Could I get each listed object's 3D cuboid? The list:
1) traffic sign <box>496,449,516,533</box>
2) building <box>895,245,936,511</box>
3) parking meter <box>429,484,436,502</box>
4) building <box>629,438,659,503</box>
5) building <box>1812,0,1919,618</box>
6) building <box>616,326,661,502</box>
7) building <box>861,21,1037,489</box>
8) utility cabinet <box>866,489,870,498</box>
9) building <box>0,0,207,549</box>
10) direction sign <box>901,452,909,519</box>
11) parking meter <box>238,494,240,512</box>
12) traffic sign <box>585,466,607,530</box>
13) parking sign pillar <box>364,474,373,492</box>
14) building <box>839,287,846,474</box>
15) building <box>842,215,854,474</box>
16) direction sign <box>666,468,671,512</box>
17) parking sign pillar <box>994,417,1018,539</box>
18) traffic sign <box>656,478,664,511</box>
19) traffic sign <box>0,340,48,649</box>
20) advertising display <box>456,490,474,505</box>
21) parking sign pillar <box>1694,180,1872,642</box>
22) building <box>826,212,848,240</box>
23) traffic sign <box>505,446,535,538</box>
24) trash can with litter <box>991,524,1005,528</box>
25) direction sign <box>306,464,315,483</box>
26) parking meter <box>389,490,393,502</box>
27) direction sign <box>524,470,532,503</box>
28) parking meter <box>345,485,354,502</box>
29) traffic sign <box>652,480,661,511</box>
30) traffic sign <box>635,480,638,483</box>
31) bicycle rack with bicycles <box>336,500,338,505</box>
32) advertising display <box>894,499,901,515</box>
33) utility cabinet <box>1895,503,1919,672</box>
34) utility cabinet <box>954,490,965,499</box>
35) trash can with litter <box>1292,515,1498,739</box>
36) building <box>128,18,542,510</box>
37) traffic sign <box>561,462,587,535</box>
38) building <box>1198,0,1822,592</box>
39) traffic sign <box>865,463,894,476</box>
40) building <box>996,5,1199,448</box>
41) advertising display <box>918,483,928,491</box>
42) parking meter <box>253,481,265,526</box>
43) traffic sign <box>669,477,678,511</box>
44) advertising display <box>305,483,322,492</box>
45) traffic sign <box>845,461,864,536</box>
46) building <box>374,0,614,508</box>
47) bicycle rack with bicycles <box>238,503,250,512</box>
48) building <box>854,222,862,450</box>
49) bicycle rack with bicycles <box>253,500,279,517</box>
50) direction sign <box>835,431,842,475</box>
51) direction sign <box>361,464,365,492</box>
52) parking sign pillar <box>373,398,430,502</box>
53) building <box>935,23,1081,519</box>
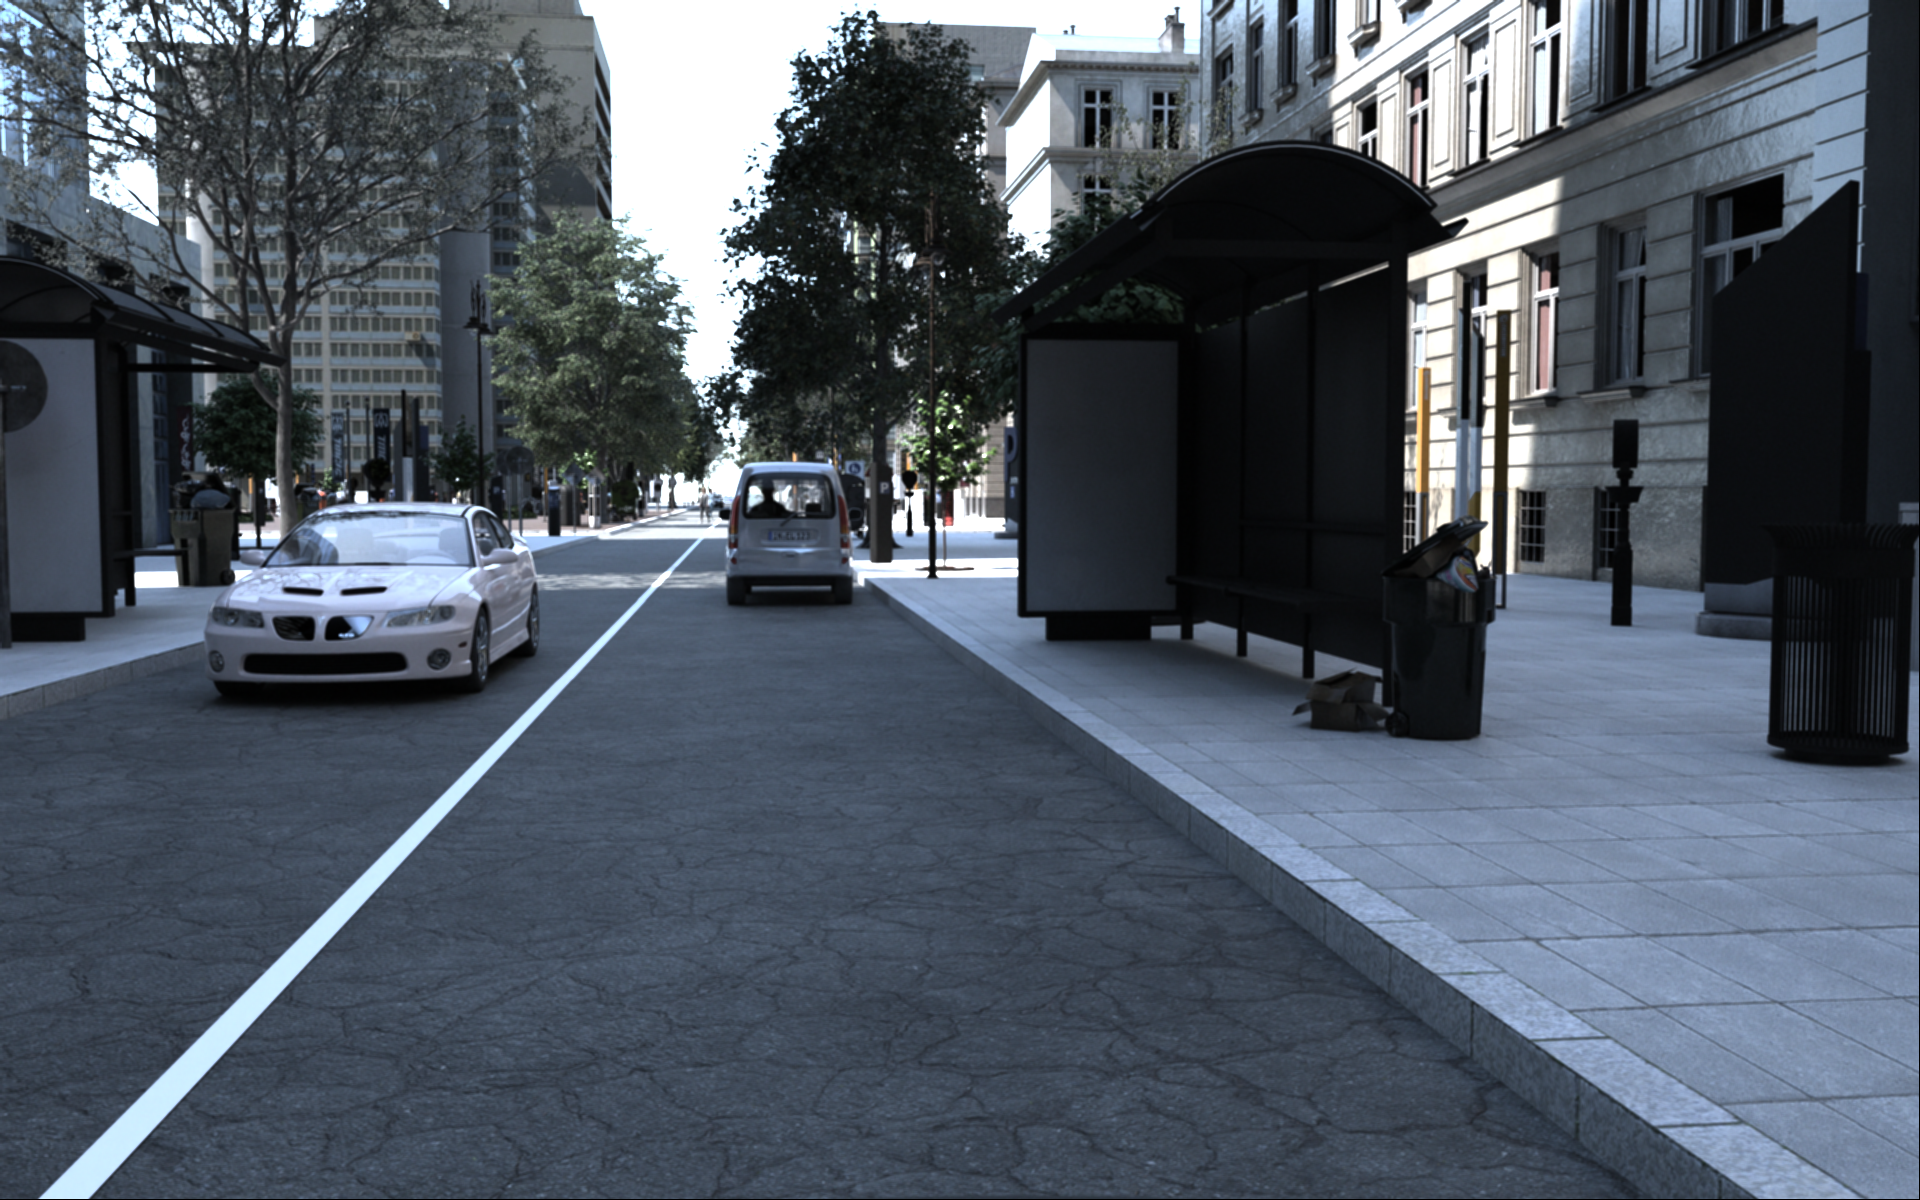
[{"bbox_3d":[-12.789,-2.999,49.148,0.768,2.556,0.104,0,3,0],"label":"traffic sign"},{"bbox_3d":[2.108,-17.453,127.156,13.314,21.916,24.055,0,4,-7],"label":"building"},{"bbox_3d":[-30.738,-5.814,100.766,0.399,1.863,0.255,-2,4,-30],"label":"parking meter"},{"bbox_3d":[-60.487,-25.563,262.999,27.650,21.520,28.899,0,4,-7],"label":"building"},{"bbox_3d":[16.248,-13.848,3.913,11.434,29.767,29.804,0,4,-7],"label":"building"},{"bbox_3d":[-56.823,-31.430,285.575,14.160,30.474,14.107,0,4,-7],"label":"building"},{"bbox_3d":[-1.039,-28.816,154.728,14.154,41.232,14.086,0,4,-7],"label":"building"},{"bbox_3d":[-3.900,-3.781,70.491,0.318,1.500,1.173,3,4,39],"label":"utility cabinet"},{"bbox_3d":[-33.608,-43.848,29.580,31.000,86.520,22.319,0,4,-7],"label":"building"},{"bbox_3d":[-2.807,-5.914,88.692,0.379,3.537,0.876,2,4,26],"label":"direction sign"},{"bbox_3d":[-48.701,-6.624,116.715,0.372,1.533,0.369,0,3,0],"label":"parking meter"},{"bbox_3d":[-13.055,-3.578,62.145,0.795,2.450,0.064,0,4,-7],"label":"traffic sign"},{"bbox_3d":[-44.185,-8.669,130.213,1.447,3.967,1.447,2,4,31],"label":"parking sign pillar"},{"bbox_3d":[-11.975,-28.515,237.919,14.160,30.474,14.107,0,4,-7],"label":"building"},{"bbox_3d":[-1.601,-35.005,191.947,23.786,49.044,30.456,0,4,-7],"label":"building"},{"bbox_3d":[-21.310,-8.234,126.624,0.379,3.537,0.876,-1,4,-9],"label":"direction sign"},{"bbox_3d":[1.698,-3.751,49.805,1.447,3.967,1.447,-1,4,-18],"label":"parking sign pillar"},{"bbox_3d":[-23.465,-8.258,135.120,0.768,2.556,0.104,0,4,-5],"label":"traffic sign"},{"bbox_3d":[-7.931,-0.870,14.324,0.768,2.556,0.104,0,4,-4],"label":"traffic sign"},{"bbox_3d":[-17.420,-3.409,60.949,0.974,1.923,0.123,3,5,41],"label":"advertising display"},{"bbox_3d":[7.456,-1.660,15.613,1.447,3.967,1.447,-2,4,-32],"label":"parking sign pillar"},{"bbox_3d":[-10.645,-43.870,259.272,21.231,58.520,28.212,0,4,-7],"label":"building"},{"bbox_3d":[-11.567,-2.780,45.566,0.768,2.556,0.104,0,4,-6],"label":"traffic sign"},{"bbox_3d":[2.176,-3.351,65.843,2.233,1.210,1.678,3,5,42],"label":"trash can with litter"},{"bbox_3d":[-48.581,-8.413,129.557,0.379,3.537,0.876,1,4,23],"label":"direction sign"},{"bbox_3d":[-38.147,-6.606,116.415,0.372,1.533,0.369,0,3,0],"label":"parking meter"},{"bbox_3d":[-26.573,-7.057,107.385,0.876,3.537,0.379,-2,4,-34],"label":"direction sign"},{"bbox_3d":[-32.191,-5.235,91.296,0.399,1.863,0.255,1,4,15],"label":"parking meter"},{"bbox_3d":[-22.458,-7.713,128.235,0.606,2.300,0.079,0,4,-7],"label":"traffic sign"},{"bbox_3d":[-24.055,-7.822,127.887,0.884,2.594,0.081,0,4,1],"label":"traffic sign"},{"bbox_3d":[-37.521,-5.562,104.328,2.925,0.926,2.852,2,4,26],"label":"bicycle rack with bicycles"},{"bbox_3d":[-4.101,-6.268,107.700,0.974,1.923,0.123,-3,4,-38],"label":"advertising display"},{"bbox_3d":[7.296,-0.076,12.397,1.020,1.237,0.306,2,4,34],"label":"utility cabinet"},{"bbox_3d":[-0.156,-4.971,89.955,0.318,1.500,1.173,-2,4,-33],"label":"utility cabinet"},{"bbox_3d":[2.307,0.130,9.264,1.055,1.170,0.624,2,4,33],"label":"trash can with litter"},{"bbox_3d":[-48.856,-27.753,145.637,32.217,40.220,23.993,0,4,-7],"label":"building"},{"bbox_3d":[-12.068,-3.093,54.220,0.795,2.450,0.064,0,4,-7],"label":"traffic sign"},{"bbox_3d":[15.445,-12.284,34.127,16.112,22.955,30.059,0,4,-7],"label":"building"},{"bbox_3d":[-2.396,-3.162,51.708,0.884,2.594,0.081,0,4,1],"label":"traffic sign"},{"bbox_3d":[19.901,-16.021,81.026,34.723,24.649,14.460,0,4,-7],"label":"building"},{"bbox_3d":[-2.315,-6.031,103.819,0.974,1.923,0.123,3,4,36],"label":"advertising display"},{"bbox_3d":[-27.917,-3.872,69.019,0.255,1.863,0.399,3,5,40],"label":"parking meter"},{"bbox_3d":[-22.039,-8.119,132.847,0.768,2.556,0.104,0,4,0],"label":"traffic sign"},{"bbox_3d":[-36.610,-5.683,98.124,0.974,1.923,0.123,0,4,1],"label":"advertising display"},{"bbox_3d":[-3.213,-3.110,52.980,0.606,2.300,0.079,0,4,2],"label":"traffic sign"},{"bbox_3d":[-45.361,-33.336,168.745,21.300,48.544,21.600,0,4,-7],"label":"building"},{"bbox_3d":[-50.086,-6.801,124.580,2.852,0.926,2.925,-2,4,-29],"label":"bicycle rack with bicycles"},{"bbox_3d":[-3.383,-29.684,168.921,14.154,41.232,14.086,0,4,-7],"label":"building"},{"bbox_3d":[-38.956,-5.277,99.658,2.925,0.926,2.852,-1,4,-16],"label":"bicycle rack with bicycles"},{"bbox_3d":[-4.387,-4.309,62.456,0.379,3.537,0.876,-1,4,-18],"label":"direction sign"},{"bbox_3d":[-45.542,-8.577,132.228,0.379,3.537,0.876,0,4,-1],"label":"direction sign"},{"bbox_3d":[-15.580,-3.713,49.183,1.447,3.967,1.447,3,5,45],"label":"parking sign pillar"},{"bbox_3d":[5.425,-18.655,102.268,12.463,27.353,25.104,0,4,-7],"label":"building"}]
